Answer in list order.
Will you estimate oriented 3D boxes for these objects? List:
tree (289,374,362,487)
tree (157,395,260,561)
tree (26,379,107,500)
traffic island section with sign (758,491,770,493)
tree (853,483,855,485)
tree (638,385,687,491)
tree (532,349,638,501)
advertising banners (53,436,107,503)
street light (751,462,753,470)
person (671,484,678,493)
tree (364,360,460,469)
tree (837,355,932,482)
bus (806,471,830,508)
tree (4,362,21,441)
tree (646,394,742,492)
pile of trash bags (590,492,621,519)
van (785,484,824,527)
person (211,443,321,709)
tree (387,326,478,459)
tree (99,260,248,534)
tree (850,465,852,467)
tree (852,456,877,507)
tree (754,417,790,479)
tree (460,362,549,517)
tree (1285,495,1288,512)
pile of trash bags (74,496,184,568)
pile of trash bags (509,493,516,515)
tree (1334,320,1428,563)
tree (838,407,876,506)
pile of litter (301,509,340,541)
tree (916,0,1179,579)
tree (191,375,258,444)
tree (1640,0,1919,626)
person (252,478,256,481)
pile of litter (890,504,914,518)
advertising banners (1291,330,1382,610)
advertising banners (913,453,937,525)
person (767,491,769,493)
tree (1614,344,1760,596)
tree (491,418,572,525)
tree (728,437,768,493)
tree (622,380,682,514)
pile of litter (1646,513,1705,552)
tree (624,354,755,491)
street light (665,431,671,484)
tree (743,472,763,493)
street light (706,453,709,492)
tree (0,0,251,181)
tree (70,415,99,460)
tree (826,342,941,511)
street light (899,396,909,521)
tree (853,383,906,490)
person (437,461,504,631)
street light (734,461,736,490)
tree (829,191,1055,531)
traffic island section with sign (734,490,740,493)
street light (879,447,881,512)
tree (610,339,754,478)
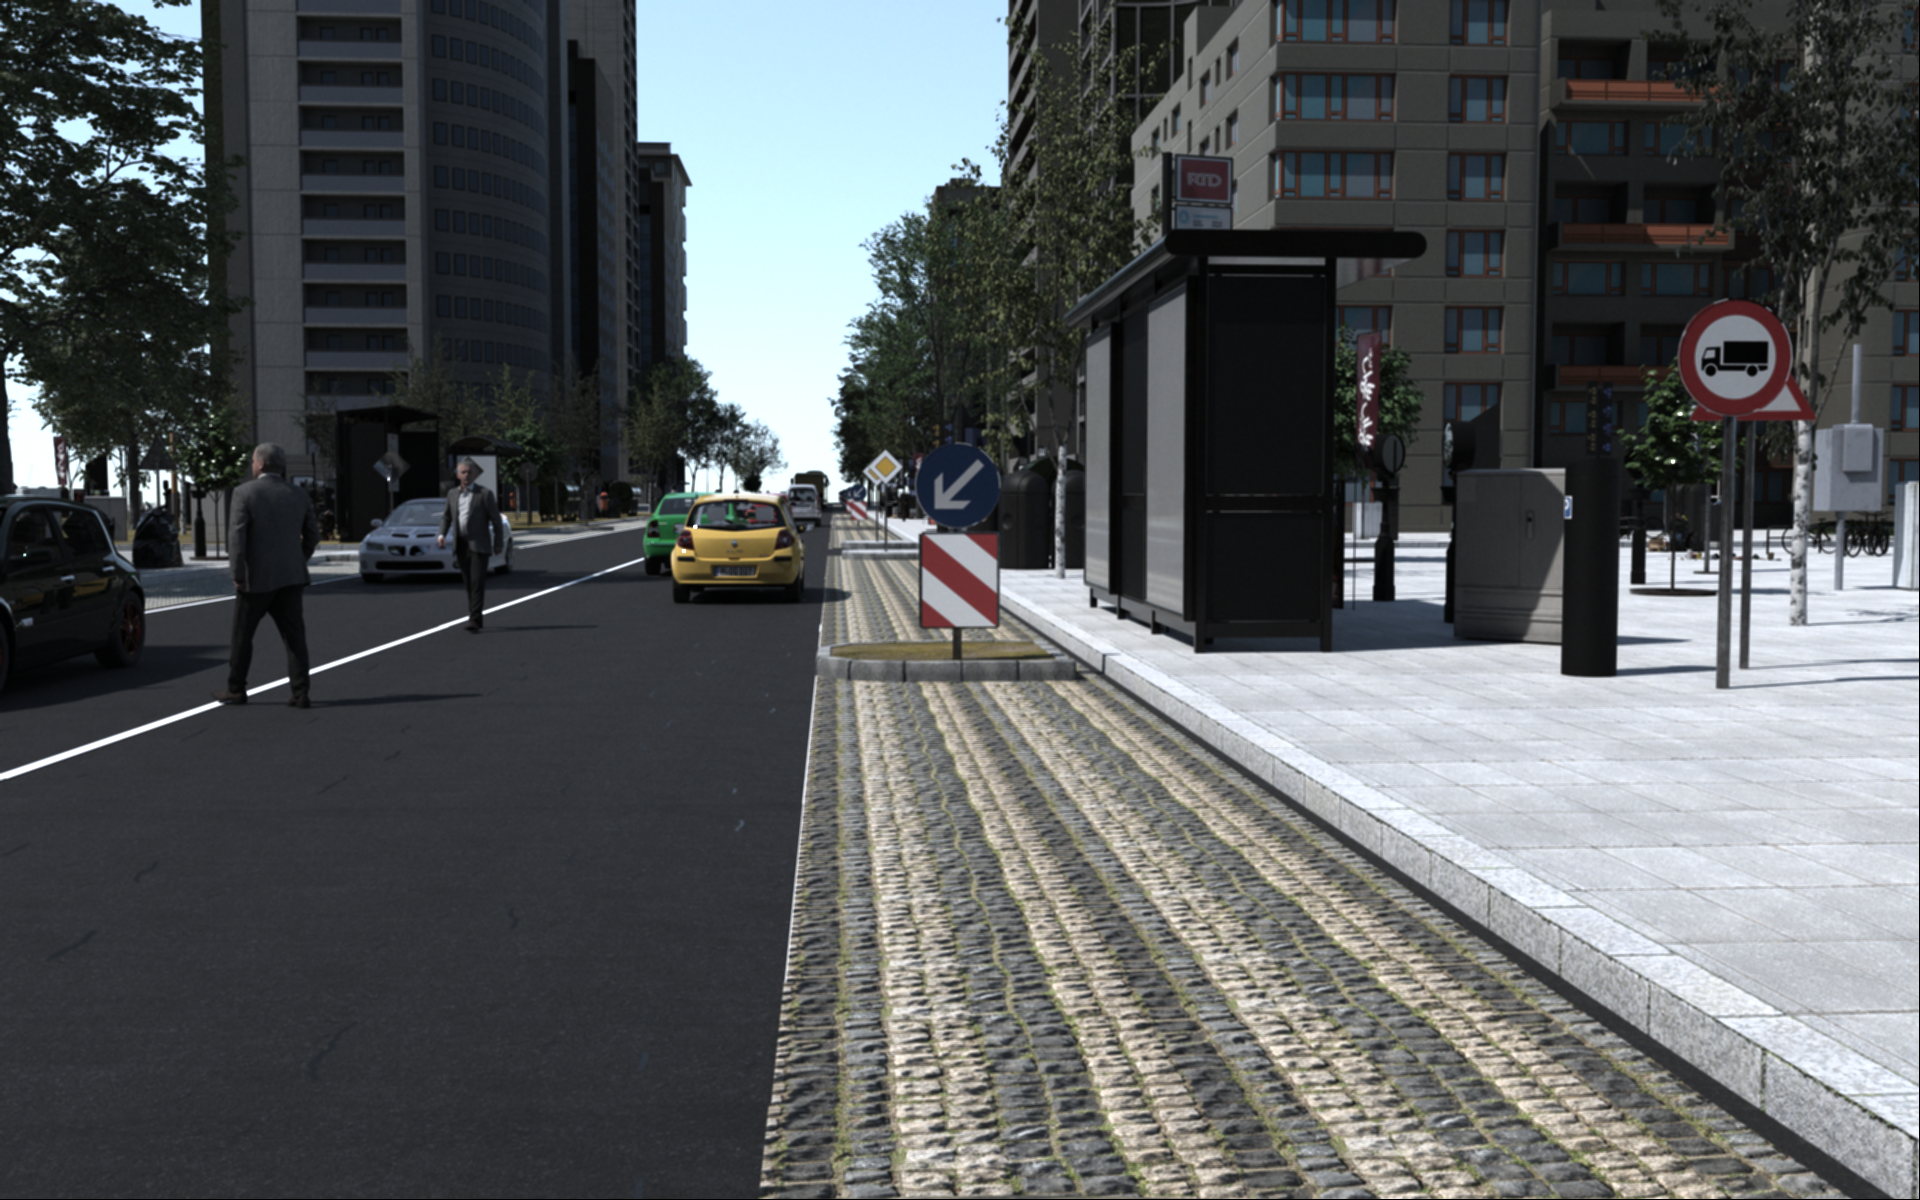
[{"bbox_3d":[-39.210,-9.609,107.472,4.360,8.622,3.978,0,3,0],"label":"tree"},{"bbox_3d":[-14.395,-2.394,33.742,1.663,3.219,1.824,0,3,0],"label":"tree"},{"bbox_3d":[-44.548,-8.361,87.067,4.737,8.622,4.395,0,3,0],"label":"tree"},{"bbox_3d":[-26.170,-13.363,227.105,1.989,1.847,2.006,0,4,-4],"label":"traffic island section with sign"},{"bbox_3d":[-15.118,-15.808,253.061,1.663,3.219,1.824,0,3,0],"label":"tree"},{"bbox_3d":[-20.708,-10.248,117.920,4.360,8.622,3.978,0,3,0],"label":"tree"},{"bbox_3d":[-19.058,-8.366,87.151,4.360,8.622,3.978,0,3,0],"label":"tree"},{"bbox_3d":[-26.382,-3.408,51.914,2.074,3.025,0.090,1,4,22],"label":"advertising banners"},{"bbox_3d":[-29.287,-16.572,243.745,0.468,5.910,1.993,0,4,-4],"label":"street light"},{"bbox_3d":[-10.293,-3.277,62.357,0.678,1.792,0.850,-2,4,-35],"label":"person"},{"bbox_3d":[-30.459,-9.058,98.464,4.737,8.622,4.395,0,3,0],"label":"tree"},{"bbox_3d":[-4.637,-11.031,114.768,7.601,10.594,8.767,0,4,5],"label":"tree"},{"bbox_3d":[-15.323,-11.647,181.982,2.896,3.916,12.252,0,4,-2],"label":"bus"},{"bbox_3d":[-44.801,-7.858,78.835,4.360,8.622,3.978,0,3,0],"label":"tree"},{"bbox_3d":[-23.508,-13.299,151.845,8.767,10.594,7.601,-1,4,-15],"label":"tree"},{"bbox_3d":[-18.871,-5.003,91.552,1.912,1.369,3.447,-1,4,-16],"label":"pile of trash bags"},{"bbox_3d":[-7.033,-4.286,77.096,2.013,2.044,4.112,0,4,-5],"label":"van"},{"bbox_3d":[-4.717,-0.173,11.734,0.834,1.777,0.661,2,4,32],"label":"person"},{"bbox_3d":[-23.374,-7.697,76.207,4.360,8.622,3.978,0,3,0],"label":"tree"},{"bbox_3d":[-24.758,-6.399,54.982,4.360,8.622,3.978,0,3,0],"label":"tree"},{"bbox_3d":[-13.861,-17.593,238.005,4.737,8.622,4.395,0,3,0],"label":"tree"},{"bbox_3d":[-9.149,-13.987,179.050,4.360,8.622,3.978,0,3,0],"label":"tree"},{"bbox_3d":[-32.476,-22.273,274.539,12.009,13.543,11.850,0,3,0],"label":"tree"},{"bbox_3d":[-24.565,-8.909,96.025,4.737,8.622,4.395,0,3,0],"label":"tree"},{"bbox_3d":[16.813,-5.764,88.846,1.663,3.219,1.824,0,3,0],"label":"tree"},{"bbox_3d":[-15.417,-1.265,30.432,3.447,1.369,1.912,-1,4,-10],"label":"pile of trash bags"},{"bbox_3d":[-28.003,-5.719,103.257,3.447,1.369,1.912,-1,4,-21],"label":"pile of trash bags"},{"bbox_3d":[7.212,-3.003,32.818,4.285,4.588,4.351,0,3,0],"label":"tree"},{"bbox_3d":[-9.586,-16.629,190.014,7.486,12.596,7.792,0,3,0],"label":"tree"},{"bbox_3d":[-17.729,-2.070,47.815,1.176,0.858,1.719,-1,4,-19],"label":"pile of litter"},{"bbox_3d":[1.464,-4.642,26.252,4.737,8.622,4.395,0,3,0],"label":"tree"},{"bbox_3d":[-44.905,-9.495,105.607,4.737,8.622,4.395,0,3,0],"label":"tree"},{"bbox_3d":[8.436,-4.057,16.699,4.360,8.622,3.978,0,3,0],"label":"tree"},{"bbox_3d":[-12.338,-1.301,30.525,0.760,1.731,0.466,2,4,28],"label":"person"},{"bbox_3d":[-3.070,-4.799,92.429,1.176,0.858,1.719,-1,4,-22],"label":"pile of litter"},{"bbox_3d":[4.193,-1.426,19.508,0.090,3.025,2.074,-1,4,-16],"label":"advertising banners"},{"bbox_3d":[-1.096,-4.680,72.712,2.074,3.025,0.090,2,4,31],"label":"advertising banners"},{"bbox_3d":[-16.970,-8.758,152.370,1.217,1.739,0.721,2,4,32],"label":"person"},{"bbox_3d":[9.010,-1.679,22.049,1.663,3.219,1.824,0,3,0],"label":"tree"},{"bbox_3d":[-18.234,-5.470,73.151,4.285,4.588,4.351,0,3,0],"label":"tree"},{"bbox_3d":[-26.708,-15.857,209.627,4.737,8.622,4.395,0,3,0],"label":"tree"},{"bbox_3d":[-20.142,-9.912,112.420,4.737,8.622,4.395,0,3,0],"label":"tree"},{"bbox_3d":[15.906,-1.514,38.726,1.719,0.858,1.176,1,4,12],"label":"pile of litter"},{"bbox_3d":[-21.159,-12.367,127.952,9.928,11.665,9.643,0,3,0],"label":"tree"},{"bbox_3d":[-20.669,-9.163,122.608,0.468,5.910,1.993,0,4,-4],"label":"street light"},{"bbox_3d":[-31.146,-16.881,259.719,4.285,4.588,4.351,0,3,0],"label":"tree"},{"bbox_3d":[-23.431,-11.489,160.626,0.468,5.910,1.993,0,4,-4],"label":"street light"},{"bbox_3d":[-14.702,-6.559,25.368,7.486,12.596,7.792,0,3,0],"label":"tree"},{"bbox_3d":[-39.123,-7.946,80.286,4.360,8.622,3.978,0,3,0],"label":"tree"},{"bbox_3d":[-5.545,-13.950,134.734,9.857,13.997,8.962,0,3,0],"label":"tree"},{"bbox_3d":[-2.650,-6.666,81.780,0.468,5.910,1.993,0,4,-4],"label":"street light"},{"bbox_3d":[-3.923,-9.591,107.168,4.737,8.622,4.395,0,3,0],"label":"tree"},{"bbox_3d":[-5.138,-0.563,18.110,0.661,1.777,0.834,0,4,1],"label":"person"},{"bbox_3d":[-26.599,-14.213,205.163,0.468,5.910,1.993,0,4,-4],"label":"street light"},{"bbox_3d":[-0.519,-8.201,59.848,9.928,11.665,9.643,0,3,0],"label":"tree"},{"bbox_3d":[-22.220,-10.029,172.598,1.989,1.847,2.006,0,4,-4],"label":"traffic island section with sign"},{"bbox_3d":[-5.618,-9.060,120.916,0.468,5.910,1.993,0,4,-4],"label":"street light"},{"bbox_3d":[-23.097,-13.940,138.282,12.009,13.543,11.850,0,3,0],"label":"tree"}]
